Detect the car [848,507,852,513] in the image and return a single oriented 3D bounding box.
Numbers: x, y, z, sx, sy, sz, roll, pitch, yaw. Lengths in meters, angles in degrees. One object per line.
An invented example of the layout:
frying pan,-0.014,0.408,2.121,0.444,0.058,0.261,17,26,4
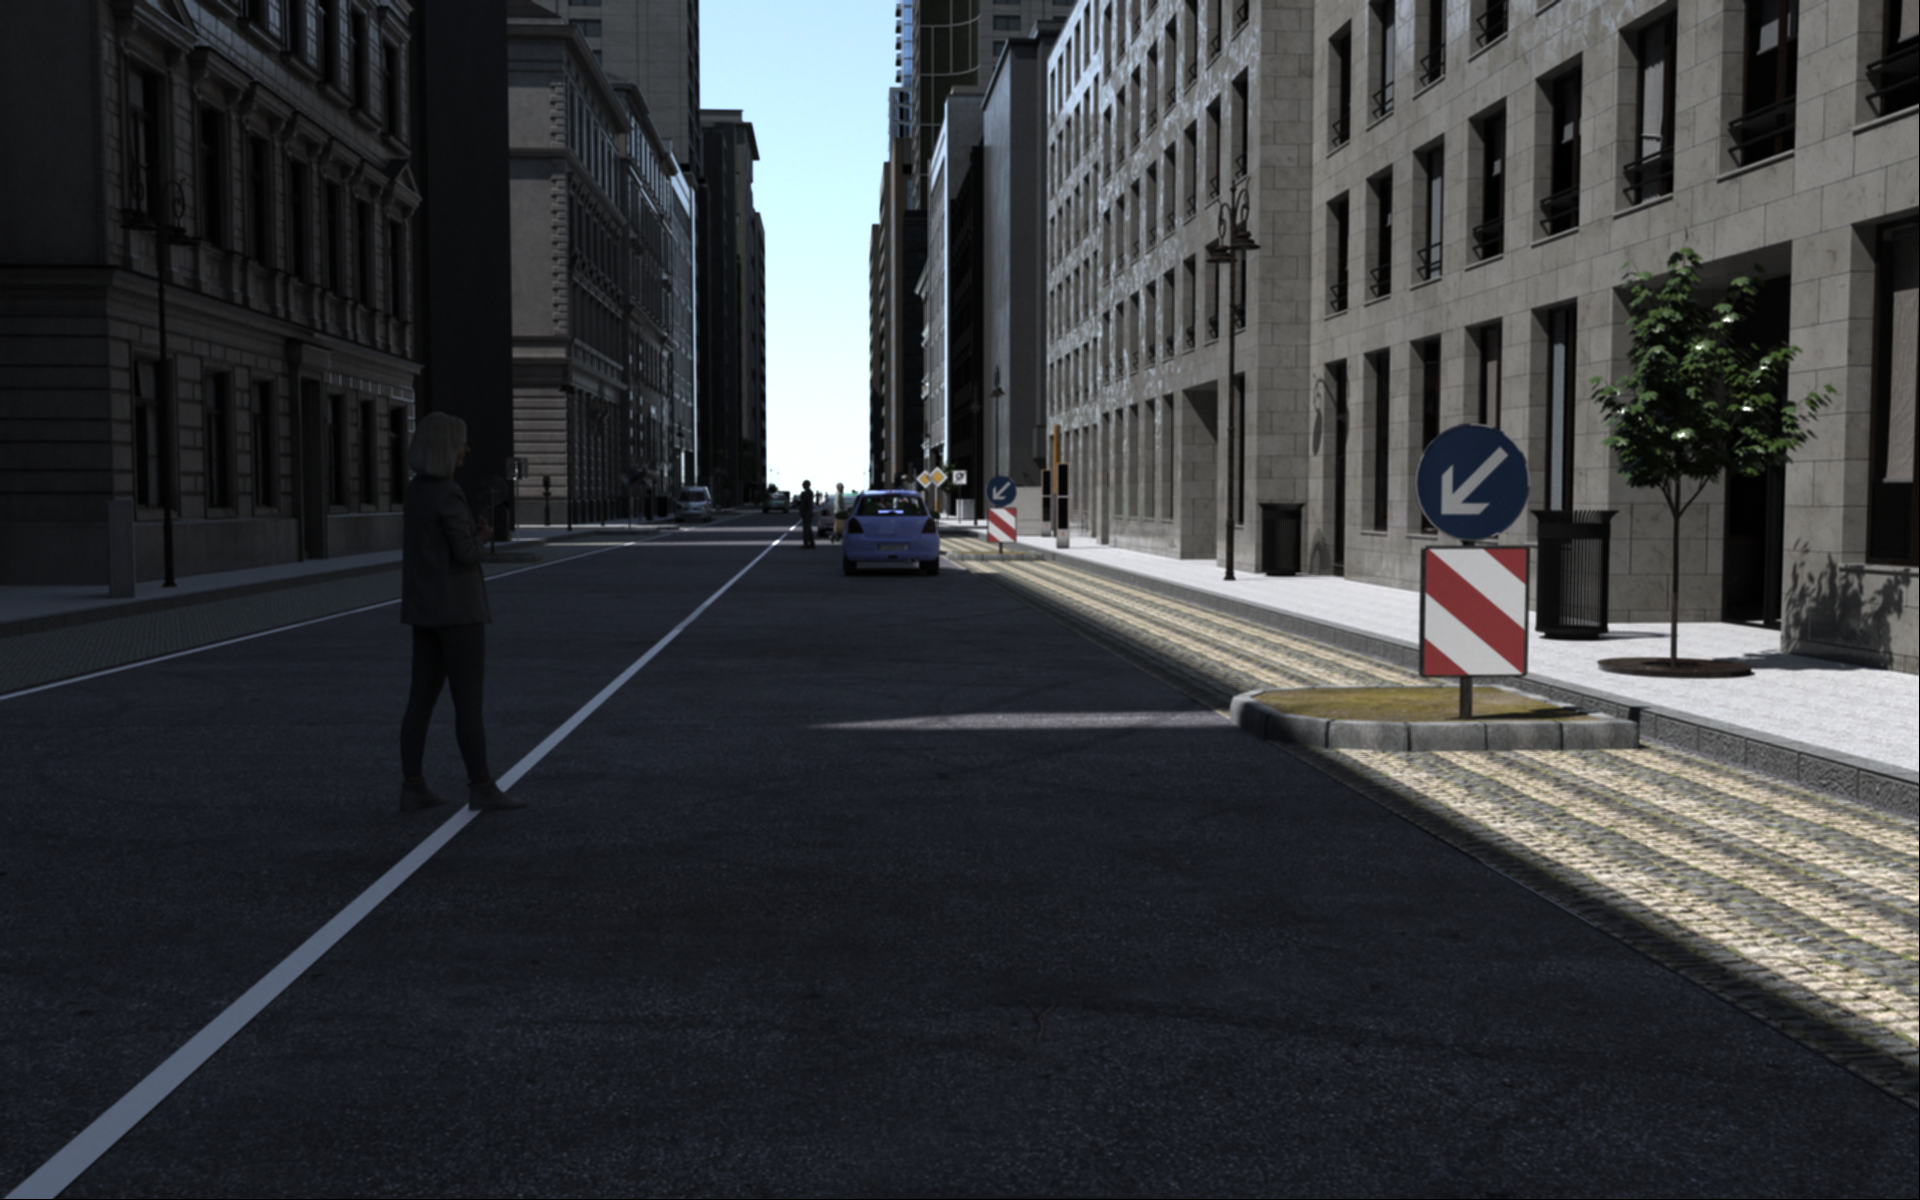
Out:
car,-1.762,-1.981,41.983,1.945,1.707,3.694,0,4,-3

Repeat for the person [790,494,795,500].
person,-18.219,-10.952,190.782,0.991,1.433,0.599,0,4,6

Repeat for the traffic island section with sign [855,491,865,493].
traffic island section with sign,-11.125,-11.516,196.908,1.989,1.847,2.006,0,4,-4

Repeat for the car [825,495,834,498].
car,-16.004,-12.545,217.467,2.083,1.381,4.827,0,4,-6

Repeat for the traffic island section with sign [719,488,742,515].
traffic island section with sign,-16.054,-6.759,119.143,1.989,1.847,2.006,0,4,-4

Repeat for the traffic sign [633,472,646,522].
traffic sign,-14.730,-4.738,79.602,0.606,2.300,0.079,0,4,4

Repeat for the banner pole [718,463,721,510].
banner pole,-19.373,-9.149,139.606,0.401,3.779,0.863,1,4,12

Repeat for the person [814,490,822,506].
person,-14.465,-10.224,175.643,1.348,1.826,0.705,3,5,39

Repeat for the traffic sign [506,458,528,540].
traffic sign,-12.450,-2.849,48.714,0.606,2.300,0.079,0,4,-2

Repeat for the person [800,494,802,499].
person,-15.611,-9.743,171.059,0.557,1.426,1.065,-1,4,-19

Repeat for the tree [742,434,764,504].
tree,-25.908,-16.080,213.268,4.360,8.622,3.978,0,3,0

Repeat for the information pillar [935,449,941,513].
information pillar,-1.139,-6.038,90.075,0.183,3.616,0.504,2,4,27

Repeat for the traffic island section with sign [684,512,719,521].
traffic island section with sign,-14.035,-5.115,92.263,1.989,1.847,2.006,0,4,-4

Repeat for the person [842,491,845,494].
person,-12.567,-10.771,184.478,0.709,1.838,0.599,1,4,14

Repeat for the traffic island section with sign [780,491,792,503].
traffic island section with sign,-27.882,-16.503,278.449,1.989,1.847,2.006,0,4,-4

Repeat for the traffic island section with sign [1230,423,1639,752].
traffic island section with sign,2.724,-0.116,10.521,1.989,1.847,2.006,0,4,-4

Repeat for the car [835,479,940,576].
car,-1.306,-1.353,31.712,1.945,1.707,3.694,0,4,-5

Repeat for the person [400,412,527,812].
person,-2.320,0.046,7.939,0.526,1.800,0.537,-2,4,-32

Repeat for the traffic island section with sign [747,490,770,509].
traffic island section with sign,-19.704,-9.768,168.339,1.989,1.847,2.006,0,4,-4

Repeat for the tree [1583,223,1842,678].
tree,5.060,-1.088,12.388,1.663,3.219,1.824,0,3,0

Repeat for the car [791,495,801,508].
car,-16.864,-10.497,183.981,2.083,1.381,4.827,0,4,-4

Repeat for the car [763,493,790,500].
car,-14.340,-7.717,135.210,2.155,1.783,4.494,0,4,-6

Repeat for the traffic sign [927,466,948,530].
traffic sign,-0.811,-3.583,62.227,0.795,2.450,0.064,0,4,-4

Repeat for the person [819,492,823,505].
person,-18.695,-13.650,232.342,0.551,1.740,0.621,-2,4,-34

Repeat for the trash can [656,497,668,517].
trash can,-16.527,-5.167,96.139,0.748,1.137,0.748,0,3,0

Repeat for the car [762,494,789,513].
car,-13.885,-7.442,130.470,1.959,1.807,4.718,0,4,-2

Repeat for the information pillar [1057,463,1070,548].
information pillar,2.436,-2.230,40.950,0.304,2.012,0.304,0,4,3

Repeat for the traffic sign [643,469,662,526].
traffic sign,-12.318,-4.022,69.402,0.795,2.450,0.064,0,4,-4

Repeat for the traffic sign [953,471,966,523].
traffic sign,-0.013,-4.486,75.471,0.606,2.300,0.079,0,4,0

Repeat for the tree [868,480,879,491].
tree,-12.348,-15.382,246.099,1.663,3.219,1.824,0,3,0

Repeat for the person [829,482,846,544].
person,-3.506,-2.489,49.679,0.515,1.767,0.782,0,4,-4

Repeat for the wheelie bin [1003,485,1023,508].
wheelie bin,1.884,-3.142,59.273,0.980,1.594,0.693,-1,4,-21

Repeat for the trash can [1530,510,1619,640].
trash can,5.439,-0.228,15.375,0.748,1.137,0.748,0,3,0

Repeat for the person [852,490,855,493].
person,-9.168,-8.626,149.532,0.705,1.824,1.348,-2,4,-25

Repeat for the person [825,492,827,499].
person,-19.616,-15.000,253.834,0.705,1.814,1.350,-1,4,-20

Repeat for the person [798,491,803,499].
person,-15.947,-10.103,174.479,0.721,1.735,1.217,-3,4,-36

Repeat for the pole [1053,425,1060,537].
pole,2.862,-3.505,51.157,0.158,3.312,0.155,0,3,0

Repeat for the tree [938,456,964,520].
tree,-0.489,-5.667,87.262,1.663,3.219,1.824,0,3,0

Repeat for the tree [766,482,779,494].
tree,-29.506,-17.099,274.176,1.663,3.219,1.824,0,3,0

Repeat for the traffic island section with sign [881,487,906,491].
traffic island section with sign,-3.342,-5.114,92.249,1.989,1.847,2.006,0,4,-4

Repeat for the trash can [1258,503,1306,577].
trash can,5.035,-0.947,27.131,0.748,1.137,0.748,0,3,0

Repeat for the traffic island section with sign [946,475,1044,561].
traffic island section with sign,0.719,-1.775,37.645,1.989,1.847,2.006,0,4,-4

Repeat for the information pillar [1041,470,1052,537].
information pillar,2.594,-2.905,51.995,0.304,2.012,0.304,0,4,-1

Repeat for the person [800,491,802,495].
person,-21.207,-13.666,232.070,1.348,1.807,0.705,-2,4,-32

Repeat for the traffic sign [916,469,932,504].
traffic sign,-1.403,-4.070,70.190,0.795,2.450,0.064,0,4,-4

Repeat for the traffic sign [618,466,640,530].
traffic sign,-11.727,-3.535,61.439,0.795,2.450,0.064,0,4,-4

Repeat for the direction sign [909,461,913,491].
direction sign,-3.420,-7.864,120.568,0.379,3.537,0.876,-1,4,-21

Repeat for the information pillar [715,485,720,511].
information pillar,-18.791,-7.927,134.101,0.304,2.012,0.304,-1,4,-20

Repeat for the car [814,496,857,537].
car,-3.992,-2.900,59.771,2.083,1.381,4.827,0,4,-5

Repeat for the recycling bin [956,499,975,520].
recycling bin,0.276,-4.436,85.085,0.722,1.027,0.722,-2,4,-25

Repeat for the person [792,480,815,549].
person,-4.087,-2.246,45.397,0.590,1.801,0.661,-1,4,-17

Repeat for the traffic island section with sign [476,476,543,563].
traffic island section with sign,-9.893,-1.704,36.495,1.989,1.847,2.006,0,4,-4

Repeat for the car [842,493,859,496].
car,-4.708,-4.142,76.517,1.959,1.807,4.718,0,4,-5

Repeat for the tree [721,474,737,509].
tree,-20.724,-9.663,152.584,1.663,3.219,1.824,0,3,0
